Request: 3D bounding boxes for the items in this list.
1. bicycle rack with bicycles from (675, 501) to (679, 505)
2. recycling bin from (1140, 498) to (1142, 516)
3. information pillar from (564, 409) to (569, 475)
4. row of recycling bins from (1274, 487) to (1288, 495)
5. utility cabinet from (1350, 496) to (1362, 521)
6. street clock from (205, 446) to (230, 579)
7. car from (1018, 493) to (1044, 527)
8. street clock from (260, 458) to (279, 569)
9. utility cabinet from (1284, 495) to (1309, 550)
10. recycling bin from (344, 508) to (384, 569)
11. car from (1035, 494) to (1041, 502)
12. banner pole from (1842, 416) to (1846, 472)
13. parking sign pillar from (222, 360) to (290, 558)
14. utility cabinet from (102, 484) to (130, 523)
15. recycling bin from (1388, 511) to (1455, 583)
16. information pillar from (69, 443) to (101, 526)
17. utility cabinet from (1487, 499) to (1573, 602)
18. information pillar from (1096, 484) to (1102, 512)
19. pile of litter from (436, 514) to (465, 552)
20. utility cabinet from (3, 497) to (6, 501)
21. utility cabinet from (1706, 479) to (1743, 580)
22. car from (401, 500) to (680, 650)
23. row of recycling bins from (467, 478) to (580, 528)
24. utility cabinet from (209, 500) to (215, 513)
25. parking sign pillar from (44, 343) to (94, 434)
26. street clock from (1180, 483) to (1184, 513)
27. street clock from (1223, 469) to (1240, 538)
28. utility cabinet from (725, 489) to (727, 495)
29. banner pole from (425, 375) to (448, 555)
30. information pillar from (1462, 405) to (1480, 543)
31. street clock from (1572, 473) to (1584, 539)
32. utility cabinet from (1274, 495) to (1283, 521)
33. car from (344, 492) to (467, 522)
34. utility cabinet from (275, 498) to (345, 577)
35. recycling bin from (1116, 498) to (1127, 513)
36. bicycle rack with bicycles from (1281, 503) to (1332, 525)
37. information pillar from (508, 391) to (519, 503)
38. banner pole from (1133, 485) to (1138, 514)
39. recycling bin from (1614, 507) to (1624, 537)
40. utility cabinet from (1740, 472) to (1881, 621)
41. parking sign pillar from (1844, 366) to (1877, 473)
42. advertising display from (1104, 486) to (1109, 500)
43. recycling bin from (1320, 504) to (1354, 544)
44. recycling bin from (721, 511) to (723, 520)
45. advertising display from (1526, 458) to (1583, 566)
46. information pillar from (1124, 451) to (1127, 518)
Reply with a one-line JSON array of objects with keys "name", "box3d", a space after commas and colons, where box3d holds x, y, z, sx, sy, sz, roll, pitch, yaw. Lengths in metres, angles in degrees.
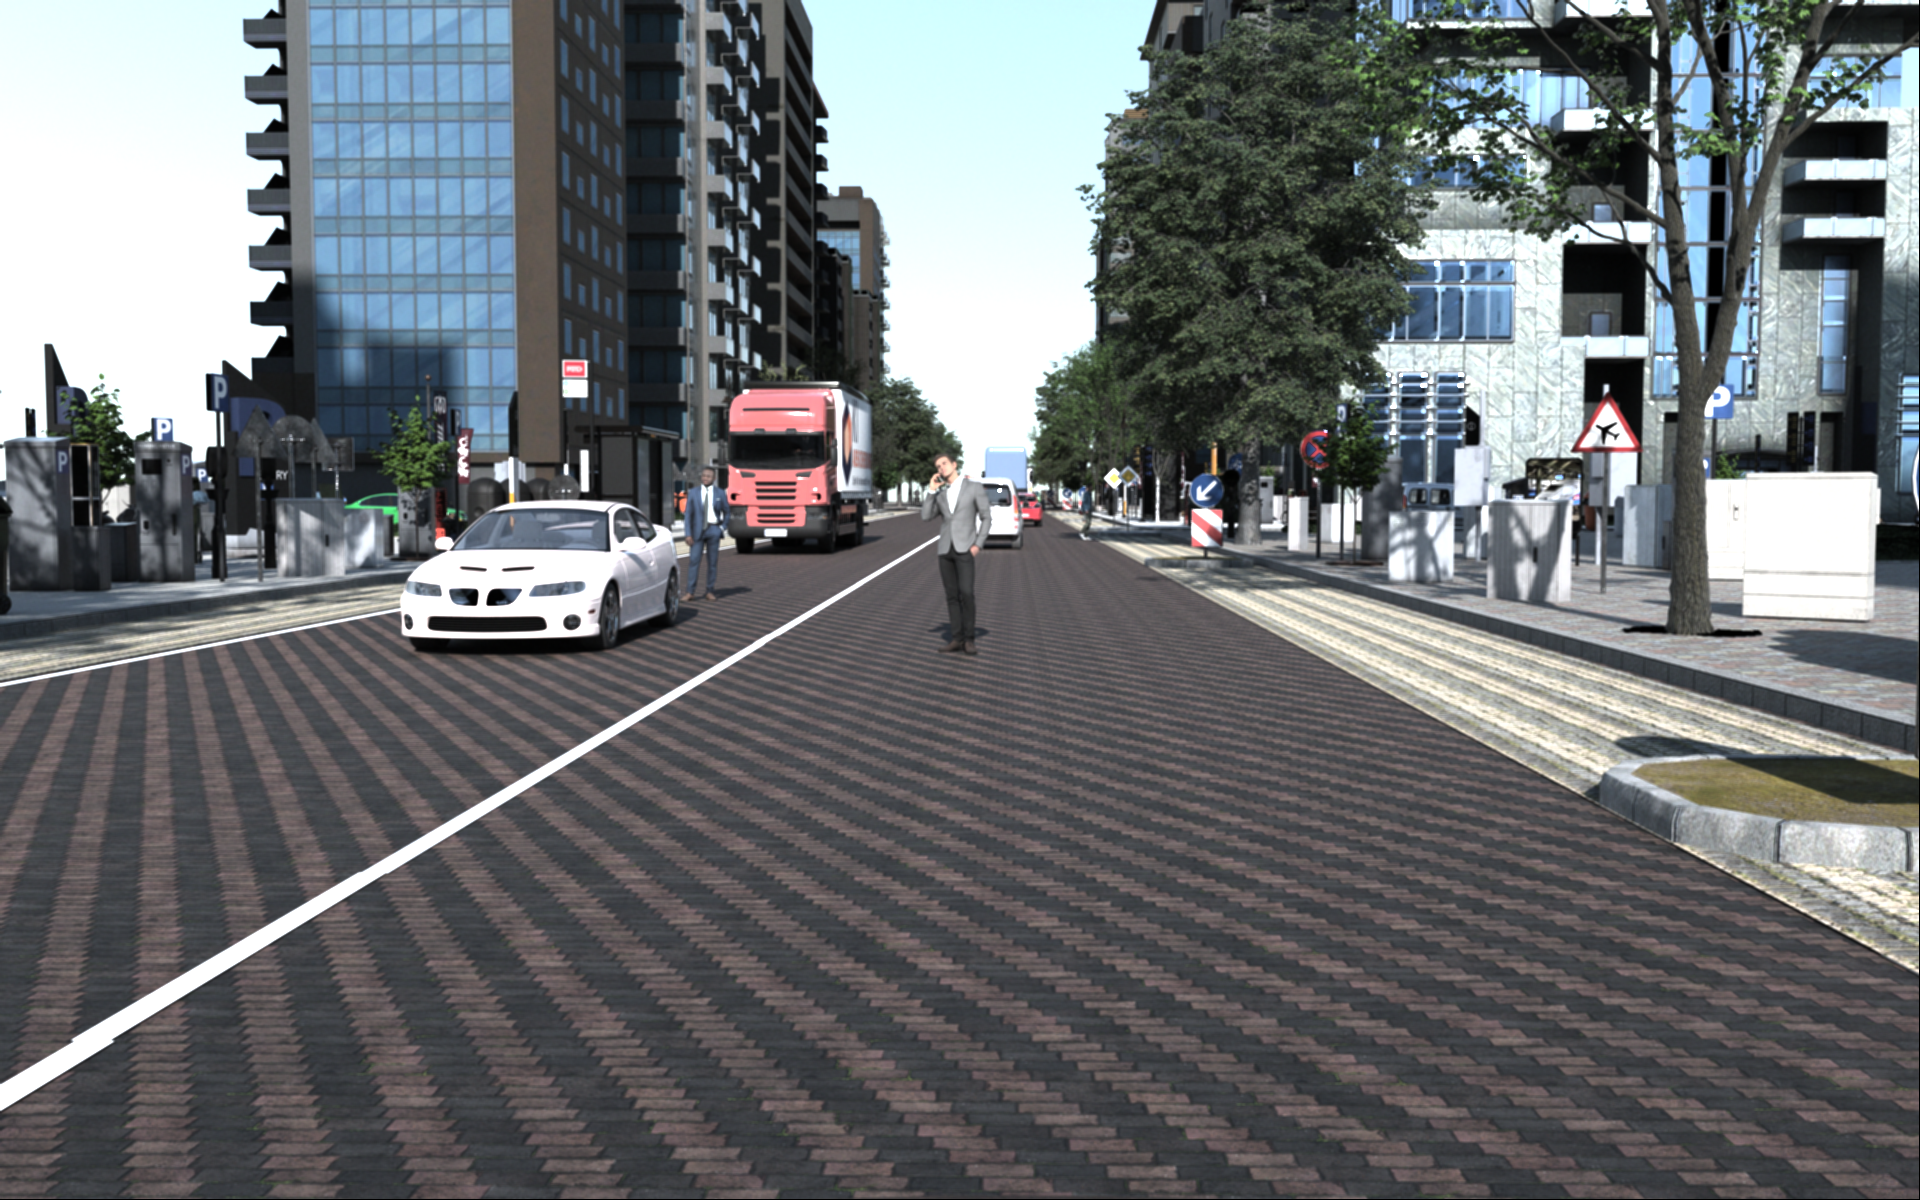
[{"name": "bicycle rack with bicycles", "box3d": [-14.099, -4.658, 89.537, 2.852, 0.926, 2.925, -1, 4, -16]}, {"name": "recycling bin", "box3d": [11.064, -5.475, 102.069, 0.722, 1.027, 0.722, -2, 4, -25]}, {"name": "information pillar", "box3d": [-10.956, -3.478, 48.224, 0.183, 3.616, 0.504, -1, 4, -9]}, {"name": "row of recycling bins", "box3d": [19.022, -6.018, 105.501, 3.534, 1.692, 1.069, -1, 4, -21]}, {"name": "utility cabinet", "box3d": [16.351, -3.612, 70.215, 1.020, 1.237, 0.306, 0, 4, -1]}, {"name": "street clock", "box3d": [-11.260, -1.328, 26.281, 0.358, 2.002, 0.471, -2, 4, -35]}, {"name": "car", "box3d": [2.717, -4.176, 77.325, 2.155, 1.783, 4.494, 0, 3, 0]}, {"name": "street clock", "box3d": [-11.881, -1.542, 29.782, 0.358, 2.002, 0.471, -2, 4, -25]}, {"name": "utility cabinet", "box3d": [7.787, -1.758, 39.902, 0.306, 1.237, 1.020, 1, 4, 22]}, {"name": "recycling bin", "box3d": [-10.477, -1.077, 30.162, 0.722, 1.027, 0.722, 0, 4, -6]}, {"name": "car", "box3d": [10.853, -14.171, 240.484, 1.959, 1.807, 4.718, 0, 4, 3]}, {"name": "banner pole", "box3d": [28.417, -3.994, 55.314, 0.401, 3.779, 0.863, -2, 4, -27]}, {"name": "parking sign pillar", "box3d": [-14.283, -2.864, 35.295, 1.447, 3.967, 1.447, 3, 4, 36]}, {"name": "utility cabinet", "box3d": [-19.248, -1.872, 39.289, 1.173, 1.500, 0.318, 3, 5, 39]}, {"name": "recycling bin", "box3d": [6.760, -0.785, 25.383, 0.722, 1.027, 0.722, 3, 5, 41]}, {"name": "information pillar", "box3d": [-12.710, -1.266, 25.184, 0.304, 2.012, 0.304, 0, 4, -4]}, {"name": "utility cabinet", "box3d": [6.909, -0.605, 21.051, 0.306, 1.237, 1.020, -3, 4, -36]}, {"name": "information pillar", "box3d": [9.732, -7.160, 121.561, 0.304, 2.012, 0.304, -2, 4, -27]}, {"name": "pile of litter", "box3d": [-11.294, -1.508, 38.615, 1.719, 0.858, 1.176, 0, 4, -1]}, {"name": "utility cabinet", "box3d": [-19.572, -1.531, 36.198, 0.306, 1.237, 1.020, 0, 4, 1]}, {"name": "utility cabinet", "box3d": [11.367, -1.039, 25.667, 1.173, 1.500, 0.318, 1, 4, 15]}, {"name": "car", "box3d": [-4.069, -0.312, 17.456, 2.083, 1.381, 4.827, 0, 4, 2]}, {"name": "row of recycling bins", "box3d": [-11.121, -2.279, 44.380, 1.069, 1.692, 3.534, 2, 4, 30]}, {"name": "utility cabinet", "box3d": [-25.529, -2.923, 58.960, 0.306, 1.237, 1.020, -2, 4, -32]}, {"name": "parking sign pillar", "box3d": [-16.296, -2.644, 31.700, 1.447, 3.967, 1.447, -1, 4, -13]}, {"name": "street clock", "box3d": [14.977, -6.938, 118.007, 0.358, 2.002, 0.471, -3, 5, -42]}, {"name": "street clock", "box3d": [7.905, -2.806, 50.447, 0.471, 2.002, 0.358, 1, 4, 19]}, {"name": "utility cabinet", "box3d": [-9.872, -4.199, 77.330, 1.173, 1.500, 0.318, 0, 4, -1]}, {"name": "banner pole", "box3d": [-11.071, -2.851, 36.638, 0.401, 3.779, 0.863, 1, 4, 20]}, {"name": "information pillar", "box3d": [13.502, -3.314, 45.547, 0.504, 3.616, 0.183, 0, 4, 3]}, {"name": "street clock", "box3d": [17.443, -2.727, 49.150, 0.471, 2.002, 0.358, 2, 4, 24]}, {"name": "utility cabinet", "box3d": [15.714, -4.408, 83.235, 0.306, 1.237, 1.020, -3, 4, -36]}, {"name": "car", "box3d": [-20.578, -3.387, 64.180, 4.718, 1.807, 1.959, 0, 4, 2]}, {"name": "utility cabinet", "box3d": [-10.153, -0.975, 27.105, 0.306, 1.237, 1.020, 3, 4, 37]}, {"name": "recycling bin", "box3d": [11.081, -6.475, 118.414, 0.722, 1.027, 0.722, -1, 4, -10]}, {"name": "bicycle rack with bicycles", "box3d": [14.141, -3.359, 68.298, 2.925, 0.926, 2.852, 0, 4, 6]}, {"name": "information pillar", "box3d": [-10.066, -2.921, 39.119, 0.183, 3.616, 0.504, 0, 4, 2]}, {"name": "banner pole", "box3d": [11.500, -7.600, 114.281, 0.401, 3.779, 0.863, -1, 4, -11]}, {"name": "recycling bin", "box3d": [19.943, -2.392, 51.669, 0.722, 1.027, 0.722, 1, 4, 12]}, {"name": "utility cabinet", "box3d": [8.670, -0.551, 17.682, 1.173, 1.500, 0.318, 3, 5, 39]}, {"name": "parking sign pillar", "box3d": [19.200, -2.969, 37.008, 1.447, 3.967, 1.447, 1, 4, 21]}, {"name": "advertising display", "box3d": [12.168, -8.366, 141.994, 0.123, 1.923, 0.974, -2, 4, -34]}, {"name": "recycling bin", "box3d": [9.831, -1.997, 45.201, 0.722, 1.027, 0.722, -1, 4, -22]}, {"name": "recycling bin", "box3d": [-10.019, -3.669, 72.543, 0.722, 1.027, 0.722, 2, 4, 29]}, {"name": "advertising display", "box3d": [10.627, -1.578, 31.017, 0.974, 1.923, 0.123, 1, 4, 21]}, {"name": "information pillar", "box3d": [9.032, -6.332, 94.874, 0.183, 3.616, 0.504, 0, 4, 1]}]
